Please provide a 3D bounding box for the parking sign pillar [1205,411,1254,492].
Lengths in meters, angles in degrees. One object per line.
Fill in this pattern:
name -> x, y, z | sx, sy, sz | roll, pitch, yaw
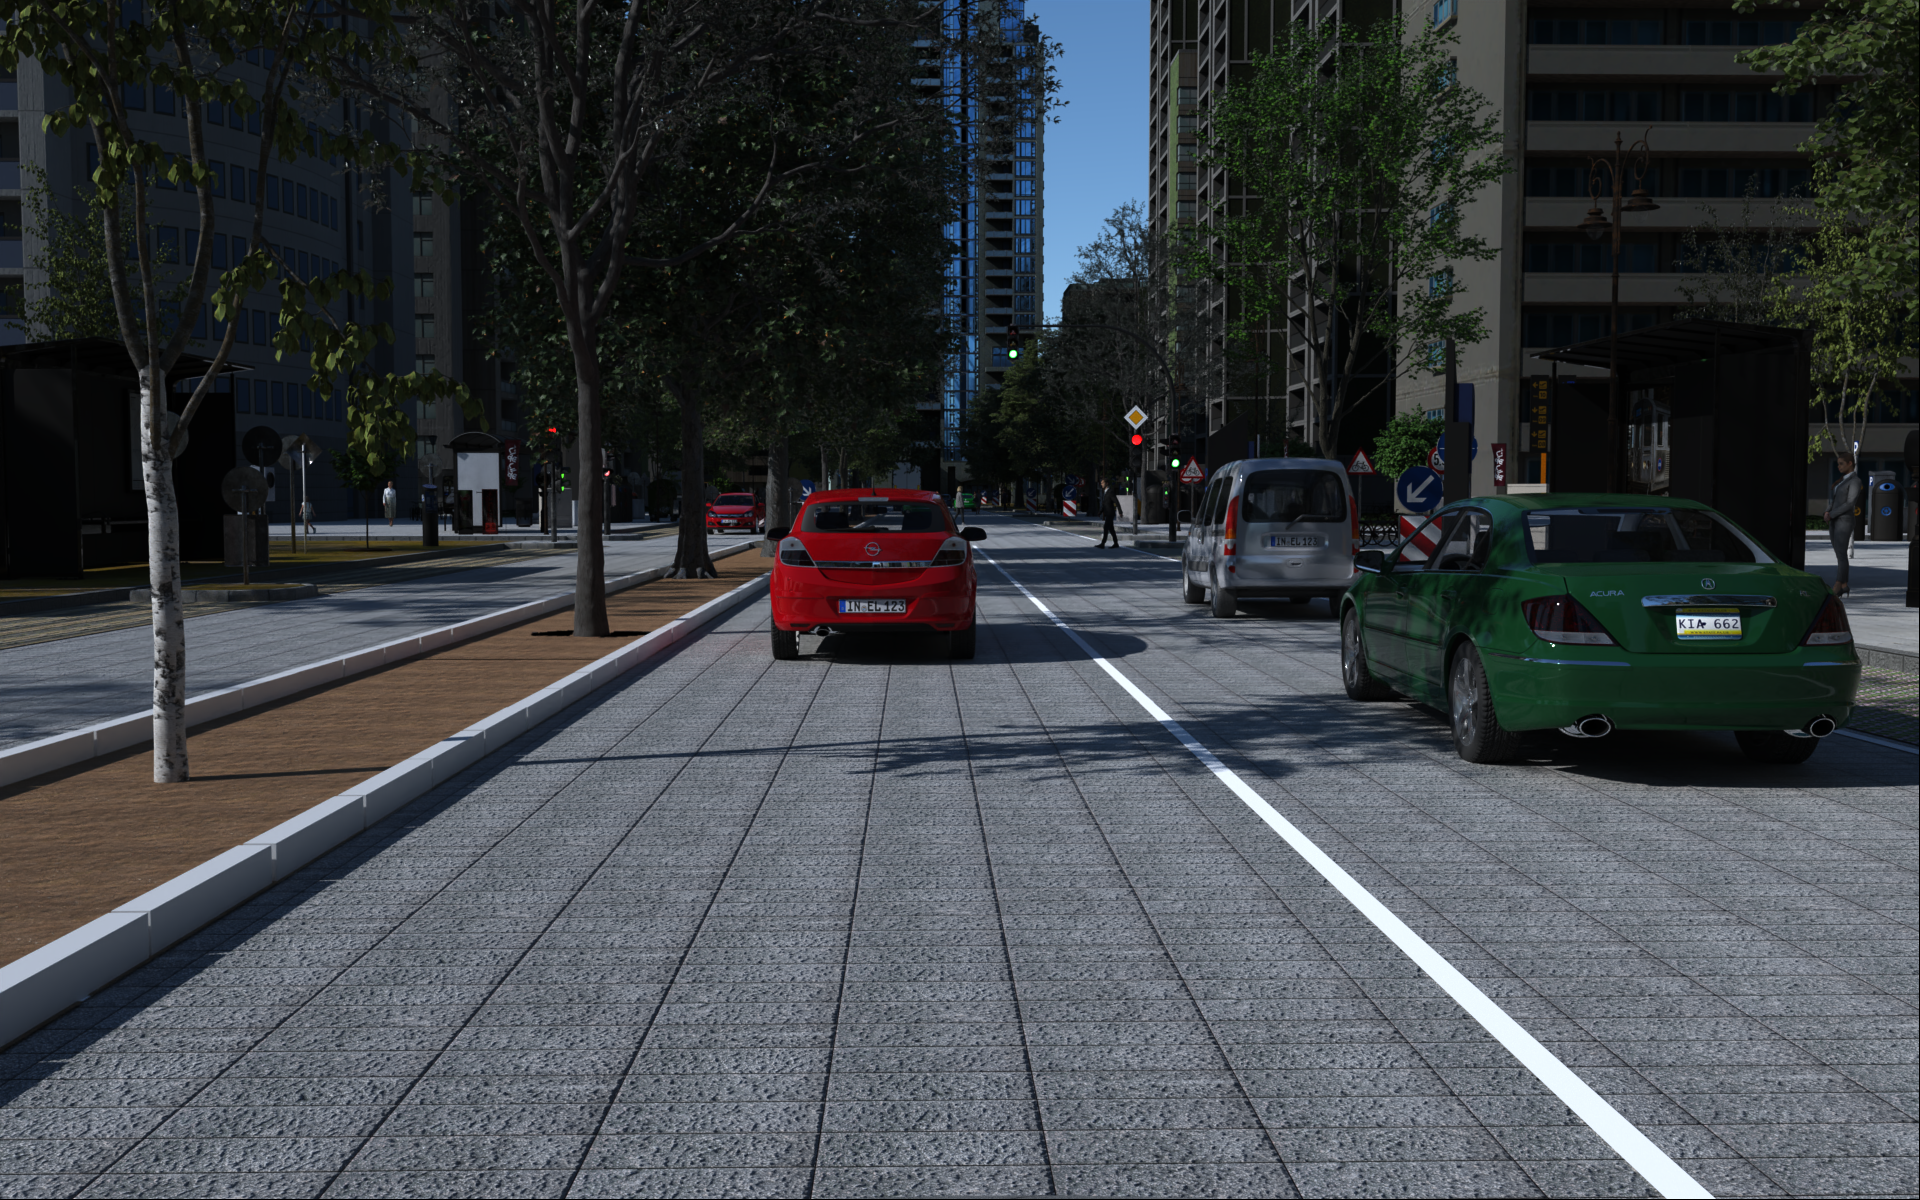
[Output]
parking sign pillar -> 8.612, -4.132, 56.035 | 1.447, 3.967, 1.447 | 0, 4, -4

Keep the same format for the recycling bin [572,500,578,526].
recycling bin -> -15.197, -3.483, 69.494 | 0.722, 1.027, 0.722 | -1, 4, -21

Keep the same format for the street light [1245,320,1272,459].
street light -> 7.819, -4.459, 45.695 | 0.468, 5.910, 1.993 | 0, 4, -1

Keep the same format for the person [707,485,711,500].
person -> -14.930, -5.920, 103.042 | 0.583, 1.804, 0.606 | 1, 4, 15

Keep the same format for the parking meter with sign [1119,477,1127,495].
parking meter with sign -> 10.325, -6.964, 110.127 | 0.543, 3.016, 1.738 | 1, 4, 16

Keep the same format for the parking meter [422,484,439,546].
parking meter -> -13.042, -2.093, 42.630 | 0.372, 1.533, 0.369 | 0, 3, 0

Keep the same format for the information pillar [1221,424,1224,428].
information pillar -> 8.749, -4.061, 57.748 | 0.183, 3.616, 0.504 | 1, 4, 17

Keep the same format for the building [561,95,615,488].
building -> -40.398, -31.504, 138.799 | 21.300, 48.544, 21.600 | 0, 4, -1

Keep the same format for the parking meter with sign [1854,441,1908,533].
parking meter with sign -> 30.214, -3.698, 56.728 | 1.738, 3.016, 0.543 | 0, 4, 8

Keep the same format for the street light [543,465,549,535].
street light -> -13.069, -5.001, 54.548 | 0.468, 5.910, 1.993 | 0, 4, -1

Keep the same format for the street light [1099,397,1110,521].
street light -> 6.901, -6.738, 82.955 | 0.468, 5.910, 1.993 | 0, 4, -1

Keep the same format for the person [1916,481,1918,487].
person -> 13.577, -1.081, 23.997 | 0.573, 1.790, 0.520 | 3, 5, 39

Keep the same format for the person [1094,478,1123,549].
person -> 3.840, -2.268, 45.361 | 0.755, 1.850, 0.659 | -1, 4, -15

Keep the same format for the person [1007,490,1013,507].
person -> 5.095, -10.519, 178.741 | 0.721, 1.735, 1.217 | -3, 5, -44

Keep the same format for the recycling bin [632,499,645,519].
recycling bin -> -16.805, -4.709, 89.545 | 0.722, 1.027, 0.722 | 3, 5, 40

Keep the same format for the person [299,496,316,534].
person -> -21.107, -2.748, 55.993 | 0.382, 1.210, 0.505 | 2, 4, 32

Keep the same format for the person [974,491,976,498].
person -> 1.586, -10.892, 187.308 | 0.721, 1.735, 1.217 | -3, 4, -36

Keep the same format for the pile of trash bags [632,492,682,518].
pile of trash bags -> -16.337, -5.127, 93.578 | 3.447, 1.369, 1.912 | 0, 4, 4

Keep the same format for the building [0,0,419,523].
building -> -40.018, -32.881, 79.602 | 21.231, 58.520, 28.212 | 0, 4, -1

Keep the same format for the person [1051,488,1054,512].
person -> 6.732, -7.197, 124.381 | 0.731, 1.740, 0.598 | -2, 4, -24

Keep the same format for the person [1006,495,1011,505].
person -> 5.423, -11.359, 194.994 | 0.421, 1.427, 0.697 | -3, 4, -36

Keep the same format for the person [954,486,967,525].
person -> -0.046, -4.314, 79.212 | 0.728, 1.800, 0.709 | -1, 4, -20

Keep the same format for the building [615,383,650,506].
building -> -36.380, -28.951, 156.935 | 14.154, 41.232, 14.086 | 0, 4, -1

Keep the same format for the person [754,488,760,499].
person -> -16.600, -8.330, 142.371 | 0.705, 1.807, 1.348 | 2, 4, 34

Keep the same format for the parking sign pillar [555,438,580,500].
parking sign pillar -> -15.730, -5.080, 71.532 | 1.447, 3.967, 1.447 | 3, 5, 42

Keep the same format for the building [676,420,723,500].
building -> -44.430, -33.662, 242.252 | 23.993, 40.220, 32.217 | 0, 4, -1

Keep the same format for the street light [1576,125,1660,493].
street light -> 8.388, -3.024, 22.231 | 0.468, 5.910, 1.993 | 0, 4, -1

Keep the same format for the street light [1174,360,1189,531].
street light -> 7.559, -5.316, 59.708 | 0.468, 5.910, 1.993 | 0, 4, -1

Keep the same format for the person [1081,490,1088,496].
person -> 12.911, -10.586, 179.828 | 1.217, 1.736, 0.721 | 3, 4, 39

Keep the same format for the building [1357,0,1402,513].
building -> 29.463, -43.218, 144.859 | 20.563, 71.187, 20.611 | 0, 4, -1

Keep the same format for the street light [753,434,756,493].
street light -> -14.907, -9.297, 124.792 | 0.468, 5.910, 1.993 | 0, 4, -1

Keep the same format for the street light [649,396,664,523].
street light -> -13.590, -6.423, 77.799 | 0.468, 5.910, 1.993 | 0, 4, -1

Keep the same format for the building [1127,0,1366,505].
building -> 29.013, -45.397, 180.490 | 20.563, 71.187, 20.611 | 0, 4, -1

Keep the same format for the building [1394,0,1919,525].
building -> 31.900, -27.873, 79.425 | 21.600, 48.544, 21.300 | 0, 4, -1

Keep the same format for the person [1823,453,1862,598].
person -> 10.832, -0.924, 21.419 | 0.573, 1.790, 0.520 | -1, 4, -11

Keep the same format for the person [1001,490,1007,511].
person -> 3.693, -8.392, 146.164 | 0.568, 1.767, 0.683 | -3, 5, -42

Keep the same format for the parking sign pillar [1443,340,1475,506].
parking sign pillar -> 8.885, -2.594, 30.877 | 1.447, 3.967, 1.447 | 1, 4, 19

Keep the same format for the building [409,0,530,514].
building -> -35.983, -26.333, 114.145 | 14.154, 41.232, 14.086 | 0, 4, -1

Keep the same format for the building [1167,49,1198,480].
building -> 26.447, -29.341, 163.320 | 14.154, 41.232, 14.086 | 0, 4, -1

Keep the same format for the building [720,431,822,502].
building -> -24.999, -28.234, 233.330 | 14.107, 30.474, 14.160 | 0, 4, -1

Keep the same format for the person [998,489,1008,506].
person -> 4.670, -10.974, 185.602 | 1.348, 1.807, 0.705 | 0, 4, 8

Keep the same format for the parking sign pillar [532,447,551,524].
parking sign pillar -> -17.809, -5.279, 74.784 | 1.447, 3.967, 1.447 | -1, 4, -14

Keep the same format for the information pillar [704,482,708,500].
information pillar -> -16.017, -6.402, 109.158 | 0.304, 2.012, 0.304 | 0, 4, -7

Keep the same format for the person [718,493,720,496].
person -> -23.528, -9.838, 167.725 | 0.721, 1.723, 1.217 | -2, 4, -34

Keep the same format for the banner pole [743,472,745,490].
banner pole -> -15.350, -8.130, 122.934 | 0.401, 3.779, 0.863 | -1, 4, -12

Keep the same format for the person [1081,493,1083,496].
person -> 13.470, -11.120, 191.085 | 0.421, 1.427, 0.697 | 1, 4, 9

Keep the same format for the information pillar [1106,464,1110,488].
information pillar -> 10.735, -8.234, 125.972 | 0.183, 3.616, 0.504 | 2, 4, 30

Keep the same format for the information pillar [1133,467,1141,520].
information pillar -> 8.821, -5.805, 86.263 | 0.504, 3.616, 0.183 | -2, 4, -35

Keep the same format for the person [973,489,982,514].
person -> 1.257, -6.908, 121.809 | 0.716, 1.782, 0.532 | -1, 4, -18

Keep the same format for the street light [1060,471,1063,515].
street light -> 6.245, -8.160, 106.203 | 0.468, 5.910, 1.993 | 0, 4, -1

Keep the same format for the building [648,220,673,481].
building -> -37.773, -25.235, 184.301 | 14.107, 30.474, 14.160 | 0, 4, -1

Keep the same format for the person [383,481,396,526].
person -> -22.621, -3.822, 68.759 | 0.478, 1.798, 0.641 | 0, 4, -7
